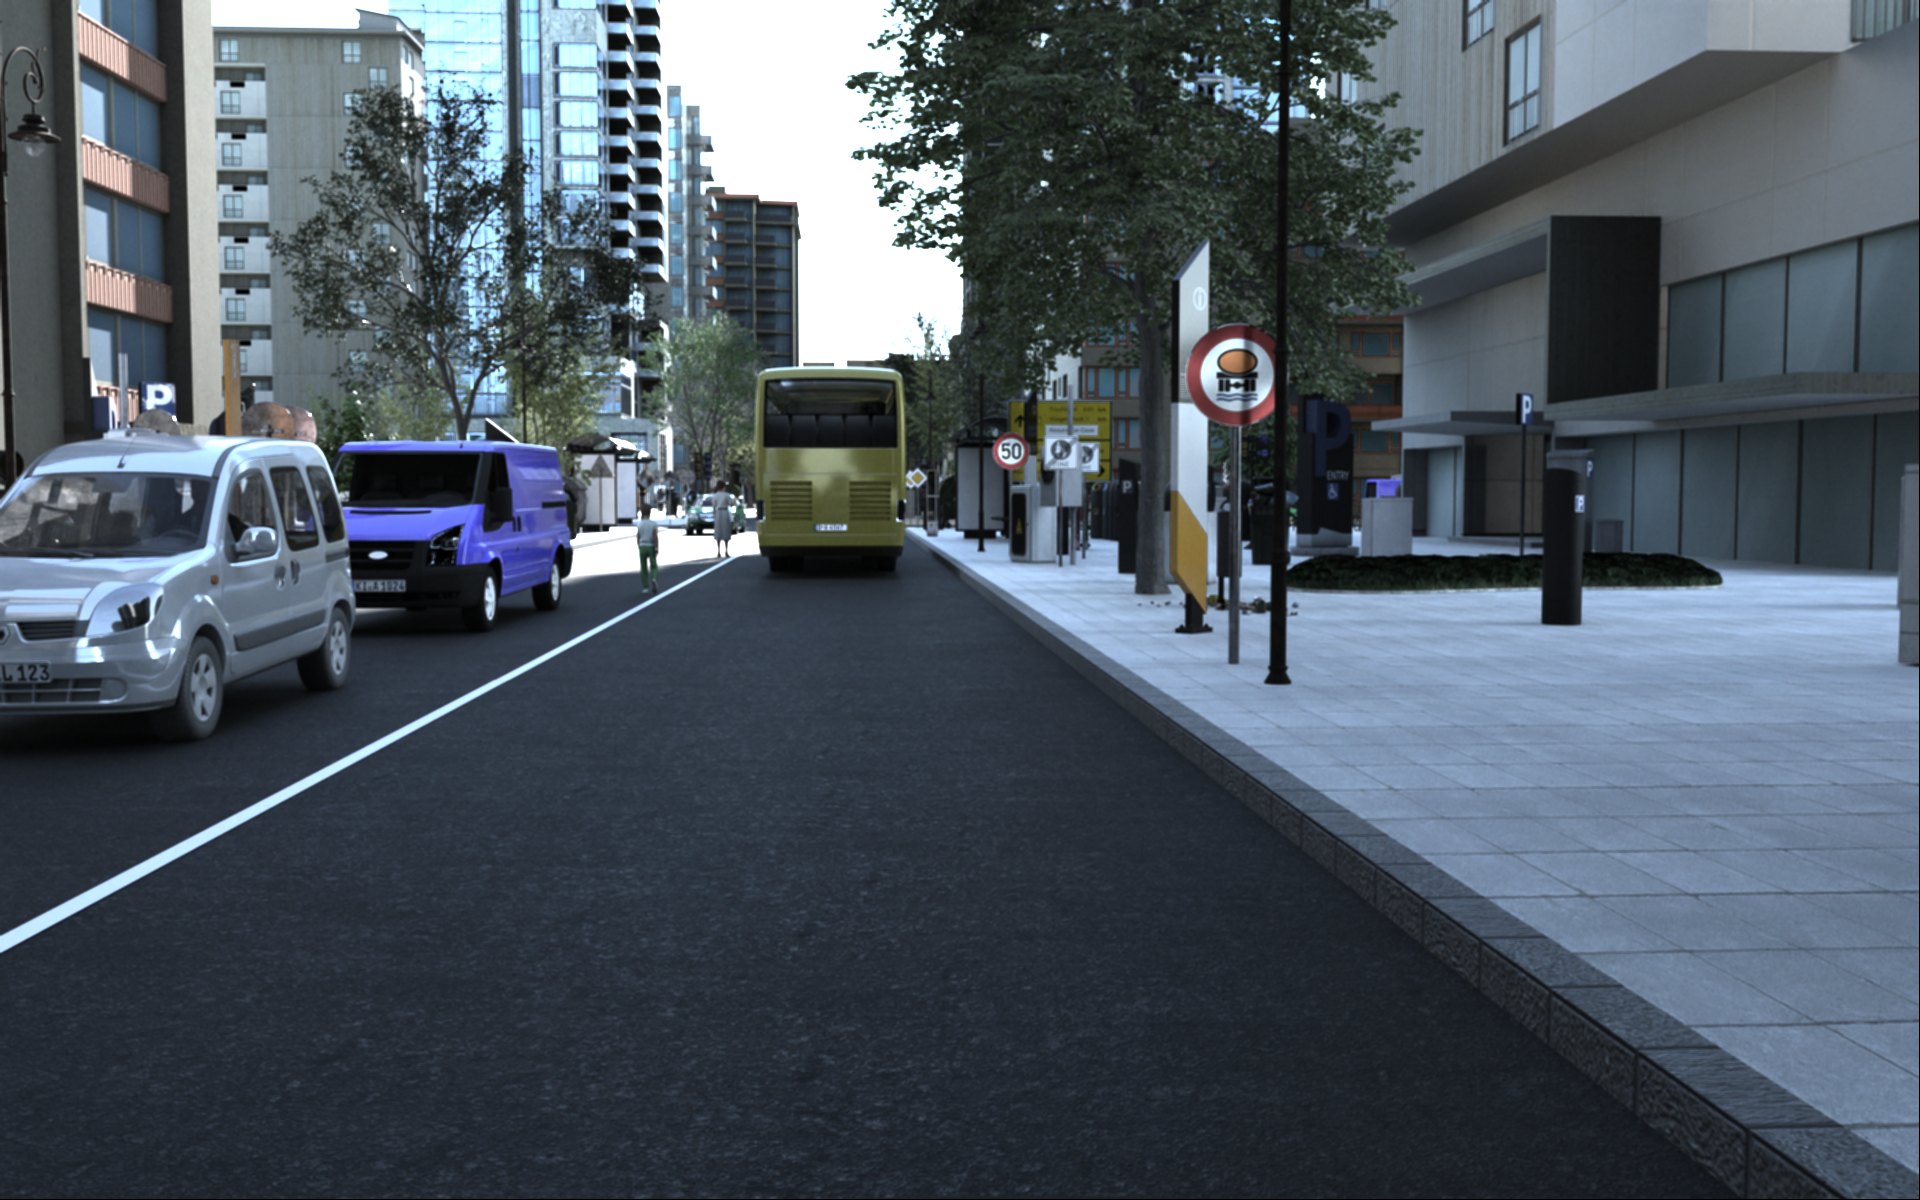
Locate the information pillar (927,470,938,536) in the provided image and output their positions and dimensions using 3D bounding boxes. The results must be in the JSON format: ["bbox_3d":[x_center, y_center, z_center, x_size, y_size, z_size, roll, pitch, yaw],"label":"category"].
[{"bbox_3d":[-0.837,-2.942,52.587,0.304,2.012,0.304,1,4,11],"label":"information pillar"}]

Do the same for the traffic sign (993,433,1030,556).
[{"bbox_3d":[1.063,-2.196,36.009,0.768,2.556,0.104,0,4,1],"label":"traffic sign"}]

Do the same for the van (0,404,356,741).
[{"bbox_3d":[-5.296,-0.264,11.326,2.013,2.044,4.112,0,4,-3],"label":"van"}]

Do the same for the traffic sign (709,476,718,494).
[{"bbox_3d":[-17.321,-7.421,121.433,0.768,2.556,0.104,0,4,6],"label":"traffic sign"}]

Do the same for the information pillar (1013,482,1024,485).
[{"bbox_3d":[1.528,-2.440,44.380,0.304,2.012,0.304,2,4,35],"label":"information pillar"}]

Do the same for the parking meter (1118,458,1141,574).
[{"bbox_3d":[2.780,-1.362,27.975,0.399,1.863,0.255,3,5,40],"label":"parking meter"}]

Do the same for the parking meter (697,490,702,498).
[{"bbox_3d":[-17.694,-6.692,117.824,0.372,1.533,0.369,0,3,0],"label":"parking meter"}]

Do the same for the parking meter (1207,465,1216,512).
[{"bbox_3d":[4.324,-1.531,30.746,0.399,1.863,0.255,0,4,3],"label":"parking meter"}]

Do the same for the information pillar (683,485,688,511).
[{"bbox_3d":[-21.139,-7.870,133.171,0.304,2.012,0.304,-2,4,-31],"label":"information pillar"}]

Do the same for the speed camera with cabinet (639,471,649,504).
[{"bbox_3d":[-26.882,-9.277,146.012,0.660,3.252,2.038,1,4,13],"label":"speed camera with cabinet"}]

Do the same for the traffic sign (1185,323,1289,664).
[{"bbox_3d":[2.072,-0.790,13.029,0.768,2.556,0.104,0,4,4],"label":"traffic sign"}]

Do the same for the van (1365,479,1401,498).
[{"bbox_3d":[19.370,-4.089,71.246,5.245,2.365,2.240,0,4,-4],"label":"van"}]

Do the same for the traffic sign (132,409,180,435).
[{"bbox_3d":[-12.015,-1.576,25.874,0.768,2.556,0.104,0,4,5],"label":"traffic sign"}]

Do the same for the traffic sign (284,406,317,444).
[{"bbox_3d":[-9.661,-1.524,25.018,0.768,2.556,0.104,0,4,1],"label":"traffic sign"}]

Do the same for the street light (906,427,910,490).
[{"bbox_3d":[-2.848,-7.426,94.210,0.468,5.910,1.993,0,4,-3],"label":"street light"}]

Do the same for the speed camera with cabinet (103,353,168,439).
[{"bbox_3d":[-11.085,-1.837,24.374,2.038,3.252,0.660,2,4,24],"label":"speed camera with cabinet"}]

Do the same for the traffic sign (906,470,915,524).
[{"bbox_3d":[-2.082,-4.255,73.206,0.795,2.450,0.064,0,4,-3],"label":"traffic sign"}]

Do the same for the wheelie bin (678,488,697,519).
[{"bbox_3d":[-14.085,-5.049,90.462,0.693,1.594,0.980,-2,4,-28],"label":"wheelie bin"}]

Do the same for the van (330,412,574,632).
[{"bbox_3d":[-5.873,-0.941,19.770,2.240,2.365,5.245,0,4,-2],"label":"van"}]

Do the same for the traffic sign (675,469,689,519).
[{"bbox_3d":[-14.131,-5.376,88.010,0.768,2.556,0.104,0,4,-3],"label":"traffic sign"}]

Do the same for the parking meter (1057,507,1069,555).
[{"bbox_3d":[2.122,-1.729,36.687,0.372,1.533,0.369,0,3,0],"label":"parking meter"}]

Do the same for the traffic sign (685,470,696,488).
[{"bbox_3d":[-14.300,-5.572,91.202,0.768,2.556,0.104,0,4,2],"label":"traffic sign"}]

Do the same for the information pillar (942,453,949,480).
[{"bbox_3d":[-0.828,-6.565,98.691,0.183,3.616,0.504,-3,5,-39],"label":"information pillar"}]

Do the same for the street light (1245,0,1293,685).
[{"bbox_3d":[2.154,-2.372,11.564,0.468,5.910,1.993,0,4,-3],"label":"street light"}]

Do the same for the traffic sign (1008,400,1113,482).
[{"bbox_3d":[2.161,-2.665,37.447,2.265,3.308,0.079,0,4,-2],"label":"traffic sign"}]

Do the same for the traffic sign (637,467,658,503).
[{"bbox_3d":[-11.671,-3.731,64.641,0.795,2.450,0.064,0,4,-3],"label":"traffic sign"}]

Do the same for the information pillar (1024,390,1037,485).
[{"bbox_3d":[1.508,-2.784,36.870,0.183,3.616,0.504,2,4,29],"label":"information pillar"}]

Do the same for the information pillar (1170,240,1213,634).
[{"bbox_3d":[2.115,-1.501,15.895,0.183,3.616,0.504,3,5,42],"label":"information pillar"}]

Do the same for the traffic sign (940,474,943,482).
[{"bbox_3d":[-1.337,-6.560,107.357,0.768,2.556,0.104,0,4,-3],"label":"traffic sign"}]

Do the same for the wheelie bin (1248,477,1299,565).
[{"bbox_3d":[5.673,-1.445,31.526,0.980,1.594,0.693,2,4,25],"label":"wheelie bin"}]

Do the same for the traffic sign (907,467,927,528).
[{"bbox_3d":[-1.594,-3.767,65.236,0.795,2.450,0.064,0,4,-3],"label":"traffic sign"}]

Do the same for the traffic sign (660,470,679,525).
[{"bbox_3d":[-12.159,-4.218,72.612,0.795,2.450,0.064,0,4,-3],"label":"traffic sign"}]

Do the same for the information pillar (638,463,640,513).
[{"bbox_3d":[-22.142,-7.817,119.161,0.183,3.616,0.504,-1,4,-13],"label":"information pillar"}]

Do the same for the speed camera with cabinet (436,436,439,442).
[{"bbox_3d":[-17.782,-3.939,58.745,0.660,3.252,2.038,0,4,5],"label":"speed camera with cabinet"}]

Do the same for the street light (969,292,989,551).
[{"bbox_3d":[0.476,-4.027,38.637,0.468,5.910,1.993,0,4,-3],"label":"street light"}]

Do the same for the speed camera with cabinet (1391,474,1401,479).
[{"bbox_3d":[31.124,-7.762,121.245,2.038,3.252,0.660,0,4,6],"label":"speed camera with cabinet"}]

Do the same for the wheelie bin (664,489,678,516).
[{"bbox_3d":[-17.237,-5.859,103.703,0.693,1.594,0.980,3,4,38],"label":"wheelie bin"}]

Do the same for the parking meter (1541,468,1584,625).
[{"bbox_3d":[5.936,-0.529,17.052,0.372,1.533,0.369,0,3,0],"label":"parking meter"}]

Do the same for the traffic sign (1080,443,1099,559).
[{"bbox_3d":[2.452,-1.966,34.273,0.606,2.300,0.079,0,4,2],"label":"traffic sign"}]

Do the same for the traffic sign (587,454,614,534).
[{"bbox_3d":[-11.603,-3.420,55.921,0.884,2.594,0.081,0,4,3],"label":"traffic sign"}]

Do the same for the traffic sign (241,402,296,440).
[{"bbox_3d":[-9.551,-1.455,23.900,0.768,2.556,0.104,0,4,-2],"label":"traffic sign"}]

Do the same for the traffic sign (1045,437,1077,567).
[{"bbox_3d":[1.777,-1.738,30.544,0.606,2.300,0.079,0,4,2],"label":"traffic sign"}]

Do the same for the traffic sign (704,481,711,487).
[{"bbox_3d":[-17.872,-7.558,123.674,0.768,2.556,0.104,0,4,6],"label":"traffic sign"}]

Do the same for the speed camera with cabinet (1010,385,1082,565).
[{"bbox_3d":[1.573,-2.306,32.045,0.660,3.252,2.038,-1,4,-22],"label":"speed camera with cabinet"}]

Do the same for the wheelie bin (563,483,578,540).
[{"bbox_3d":[-11.051,-2.470,48.299,0.693,1.594,0.980,-2,4,-27],"label":"wheelie bin"}]

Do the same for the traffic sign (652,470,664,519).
[{"bbox_3d":[-15.889,-5.551,90.864,0.768,2.556,0.104,0,4,1],"label":"traffic sign"}]
